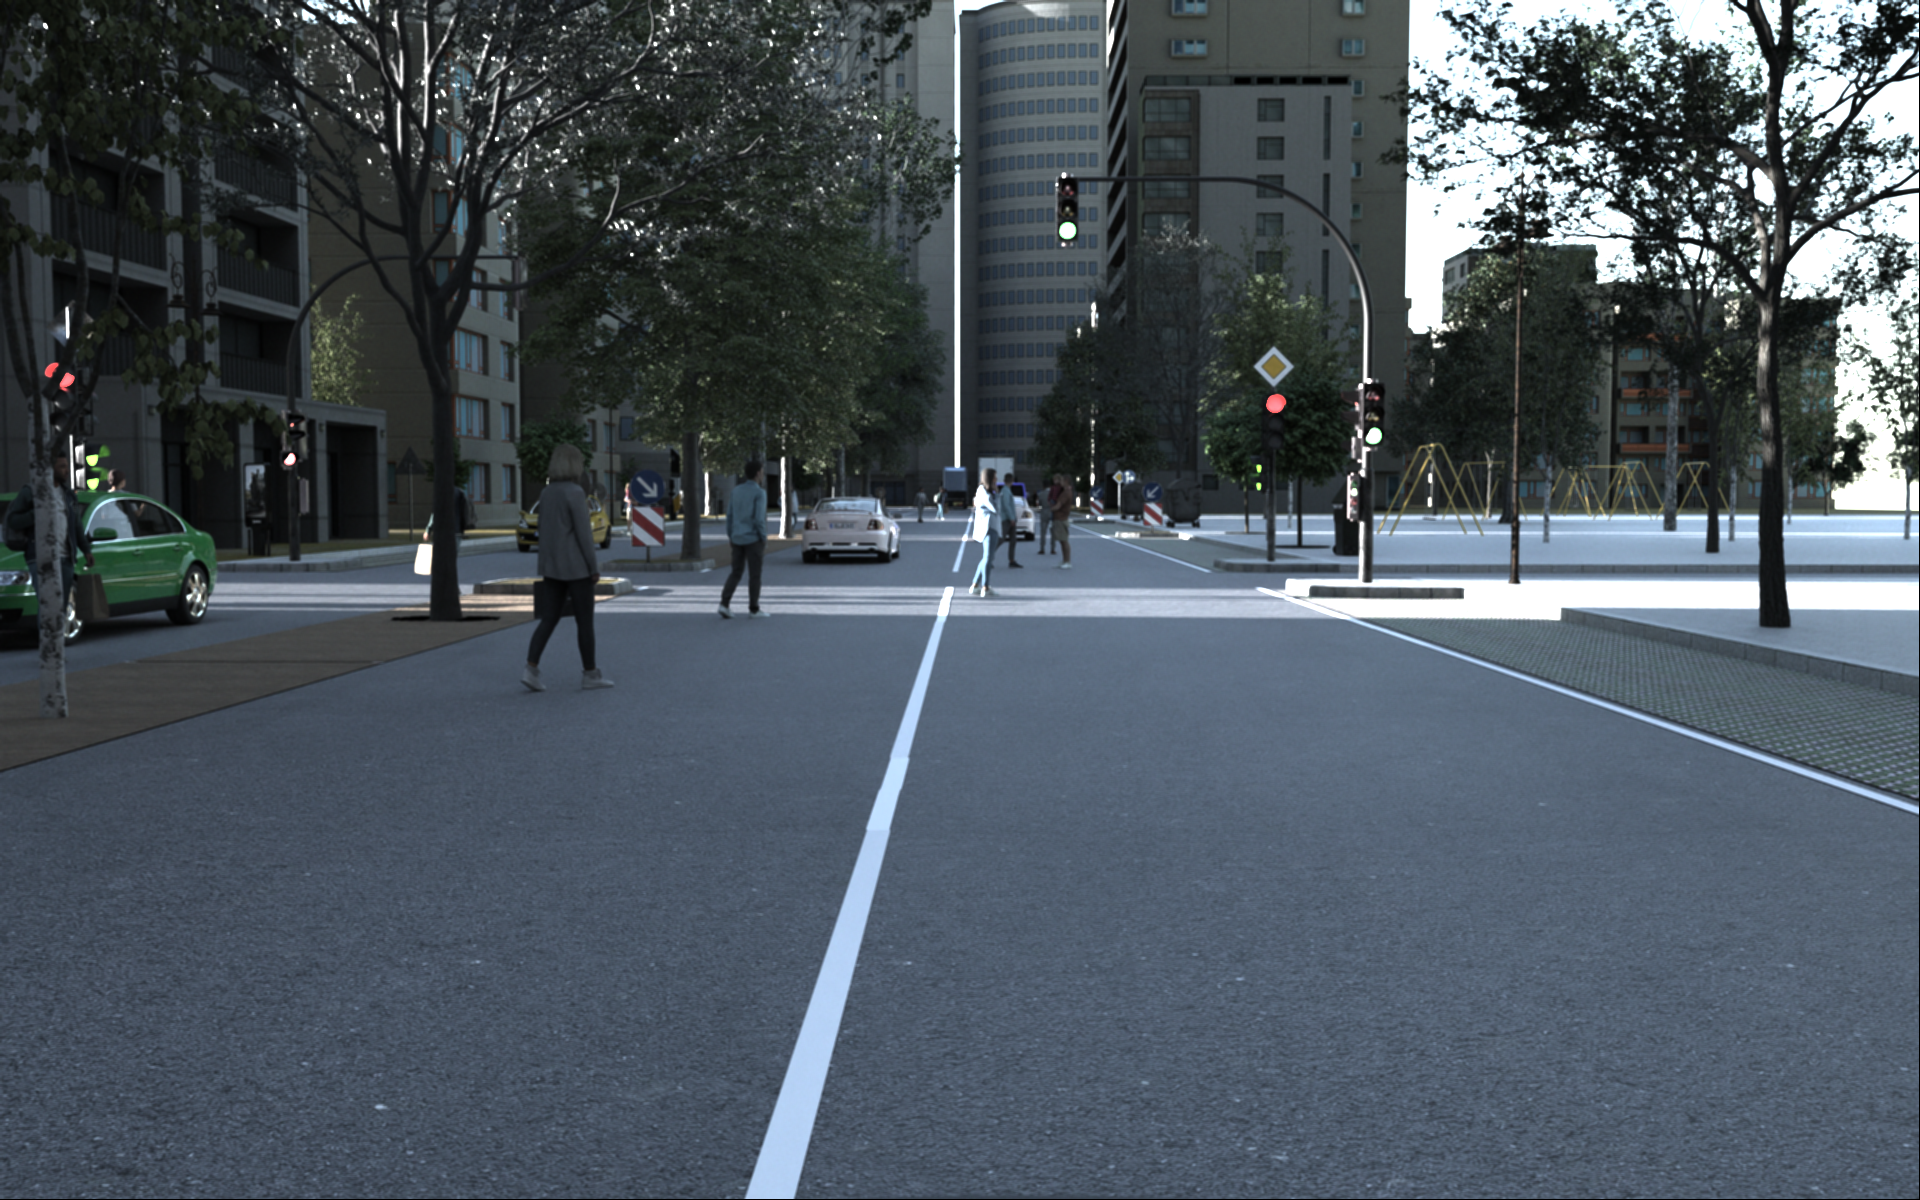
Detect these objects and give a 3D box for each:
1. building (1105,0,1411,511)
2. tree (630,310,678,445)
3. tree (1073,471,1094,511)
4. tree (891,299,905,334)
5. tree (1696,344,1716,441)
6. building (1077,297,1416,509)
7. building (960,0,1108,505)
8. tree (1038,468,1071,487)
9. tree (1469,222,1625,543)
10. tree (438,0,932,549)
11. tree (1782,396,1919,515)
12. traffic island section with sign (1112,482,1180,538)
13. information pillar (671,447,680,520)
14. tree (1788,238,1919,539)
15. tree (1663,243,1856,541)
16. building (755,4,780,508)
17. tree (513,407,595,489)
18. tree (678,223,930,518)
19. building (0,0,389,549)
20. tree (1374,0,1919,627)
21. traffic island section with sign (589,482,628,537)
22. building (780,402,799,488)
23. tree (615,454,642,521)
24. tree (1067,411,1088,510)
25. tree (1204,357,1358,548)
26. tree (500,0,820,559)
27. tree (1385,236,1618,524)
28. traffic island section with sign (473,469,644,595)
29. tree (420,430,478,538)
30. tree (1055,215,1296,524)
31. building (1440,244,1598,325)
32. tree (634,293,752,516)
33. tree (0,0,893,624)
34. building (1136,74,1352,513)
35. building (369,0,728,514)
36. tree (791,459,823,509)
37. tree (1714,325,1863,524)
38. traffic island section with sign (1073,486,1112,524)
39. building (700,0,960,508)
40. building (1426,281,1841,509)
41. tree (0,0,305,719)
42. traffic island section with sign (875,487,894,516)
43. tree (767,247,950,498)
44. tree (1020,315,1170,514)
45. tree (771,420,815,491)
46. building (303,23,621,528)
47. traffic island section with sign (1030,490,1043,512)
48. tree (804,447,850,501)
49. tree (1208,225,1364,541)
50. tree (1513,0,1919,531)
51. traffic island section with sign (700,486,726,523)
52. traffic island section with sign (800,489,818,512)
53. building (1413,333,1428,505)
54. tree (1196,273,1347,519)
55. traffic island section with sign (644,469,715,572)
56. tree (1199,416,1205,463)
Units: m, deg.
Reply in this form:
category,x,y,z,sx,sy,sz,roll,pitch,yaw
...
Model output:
category,x,y,z,sx,sy,sz,roll,pitch,yaw
building,23.303,-31.600,140.358,21.300,48.544,21.600,0,4,1
tree,-14.037,-10.200,92.527,9.928,11.665,9.643,0,3,0
tree,9.347,-8.257,129.599,1.663,3.219,1.824,0,3,0
tree,-5.651,-8.251,55.484,7.486,12.596,7.792,0,3,0
tree,35.868,-7.922,79.883,4.737,8.622,4.395,0,3,0
building,25.982,-19.678,166.779,27.650,21.520,28.899,0,4,1
building,13.957,-40.502,204.201,28.212,58.520,21.231,0,4,1
tree,9.594,-11.758,175.963,4.285,4.588,4.351,0,3,0
tree,15.584,-5.842,45.882,4.360,8.622,3.978,0,3,0
tree,-6.411,-11.424,45.131,12.611,20.169,13.585,0,3,0
tree,59.210,-8.439,100.887,20.602,7.101,11.467,0,4,1
traffic island section with sign,6.230,-2.998,57.638,1.989,1.847,2.006,0,4,1
information pillar,-14.251,-5.830,86.669,0.504,3.616,0.183,1,4,18
tree,26.762,-6.038,49.089,4.360,8.622,3.978,0,3,0
tree,21.369,-5.918,47.121,4.360,8.622,3.978,0,3,0
building,-27.231,-31.988,146.711,21.300,48.544,21.600,0,4,1
tree,-15.372,-5.021,65.808,4.285,4.588,4.351,0,3,0
tree,-4.897,-8.395,65.464,9.928,11.665,9.643,0,3,0
building,-26.993,-37.061,44.195,20.563,71.187,20.611,0,4,1
tree,7.560,-5.023,16.538,7.601,10.594,8.767,1,4,9
traffic island section with sign,-12.187,-3.010,57.841,1.989,1.847,2.006,0,4,1
building,-23.514,-24.632,174.433,14.107,30.474,14.160,0,4,1
tree,-15.818,-5.491,84.377,1.663,3.219,1.824,0,3,0
tree,9.428,-11.711,141.833,4.360,8.622,3.978,0,3,0
tree,8.255,-3.535,41.516,4.285,4.588,4.351,0,3,0
tree,-5.564,-7.012,35.224,7.486,12.596,7.792,0,3,0
tree,23.905,-9.683,75.324,9.611,12.733,9.660,0,3,0
traffic island section with sign,-5.880,-1.057,25.418,2.006,1.907,1.989,0,4,1
tree,-14.774,-3.417,50.465,1.663,3.219,1.824,0,3,0
tree,9.611,-10.113,75.722,12.009,13.543,11.850,0,3,0
building,64.529,-26.279,201.361,14.107,30.474,14.160,0,4,1
tree,-14.766,-11.957,102.146,9.857,13.997,8.962,0,3,0
tree,-5.773,-6.493,18.990,12.009,13.543,11.850,0,3,0
building,19.407,-21.494,123.129,14.160,30.474,14.107,0,4,1
building,-26.737,-35.446,121.540,21.231,58.520,28.212,0,4,1
tree,-13.913,-10.356,153.040,4.285,4.588,4.351,0,3,0
tree,35.579,-7.532,73.510,4.737,8.622,4.395,0,3,0
traffic island section with sign,6.518,-4.646,84.592,1.989,1.847,2.006,0,4,1
building,-14.578,-40.532,204.701,28.212,58.520,21.231,0,4,1
building,63.482,-19.702,167.172,28.899,21.520,27.650,0,4,1
tree,-5.746,-3.531,10.556,4.737,8.622,4.395,0,3,0
traffic island section with sign,-5.008,-6.105,107.960,2.006,1.907,1.989,0,4,1
tree,-4.982,-11.059,89.925,9.857,13.997,8.962,0,3,0
tree,8.655,-11.859,110.908,9.611,12.733,9.660,0,3,0
tree,-14.196,-12.066,147.647,4.360,8.622,3.978,0,3,0
building,-32.264,-14.277,78.462,27.650,21.520,28.899,0,4,1
traffic island section with sign,7.324,-9.365,161.745,1.989,1.847,2.006,0,4,1
tree,-13.199,-14.176,182.140,4.737,8.622,4.395,0,3,0
tree,8.628,-5.930,47.322,4.737,8.622,4.395,0,3,0
tree,25.809,-12.416,58.893,12.611,20.169,13.585,0,3,0
traffic island section with sign,-11.907,-4.659,84.795,1.989,1.847,2.006,0,4,1
traffic island section with sign,-11.379,-7.740,135.173,1.989,1.847,2.006,0,4,1
building,42.552,-22.253,208.883,28.899,21.520,27.650,0,4,1
tree,16.033,-10.494,89.706,7.486,12.596,7.792,0,3,0
traffic island section with sign,-5.792,-1.510,32.825,2.006,1.907,1.989,0,4,1
tree,9.423,-4.446,56.398,4.285,4.588,4.351,0,3,0
